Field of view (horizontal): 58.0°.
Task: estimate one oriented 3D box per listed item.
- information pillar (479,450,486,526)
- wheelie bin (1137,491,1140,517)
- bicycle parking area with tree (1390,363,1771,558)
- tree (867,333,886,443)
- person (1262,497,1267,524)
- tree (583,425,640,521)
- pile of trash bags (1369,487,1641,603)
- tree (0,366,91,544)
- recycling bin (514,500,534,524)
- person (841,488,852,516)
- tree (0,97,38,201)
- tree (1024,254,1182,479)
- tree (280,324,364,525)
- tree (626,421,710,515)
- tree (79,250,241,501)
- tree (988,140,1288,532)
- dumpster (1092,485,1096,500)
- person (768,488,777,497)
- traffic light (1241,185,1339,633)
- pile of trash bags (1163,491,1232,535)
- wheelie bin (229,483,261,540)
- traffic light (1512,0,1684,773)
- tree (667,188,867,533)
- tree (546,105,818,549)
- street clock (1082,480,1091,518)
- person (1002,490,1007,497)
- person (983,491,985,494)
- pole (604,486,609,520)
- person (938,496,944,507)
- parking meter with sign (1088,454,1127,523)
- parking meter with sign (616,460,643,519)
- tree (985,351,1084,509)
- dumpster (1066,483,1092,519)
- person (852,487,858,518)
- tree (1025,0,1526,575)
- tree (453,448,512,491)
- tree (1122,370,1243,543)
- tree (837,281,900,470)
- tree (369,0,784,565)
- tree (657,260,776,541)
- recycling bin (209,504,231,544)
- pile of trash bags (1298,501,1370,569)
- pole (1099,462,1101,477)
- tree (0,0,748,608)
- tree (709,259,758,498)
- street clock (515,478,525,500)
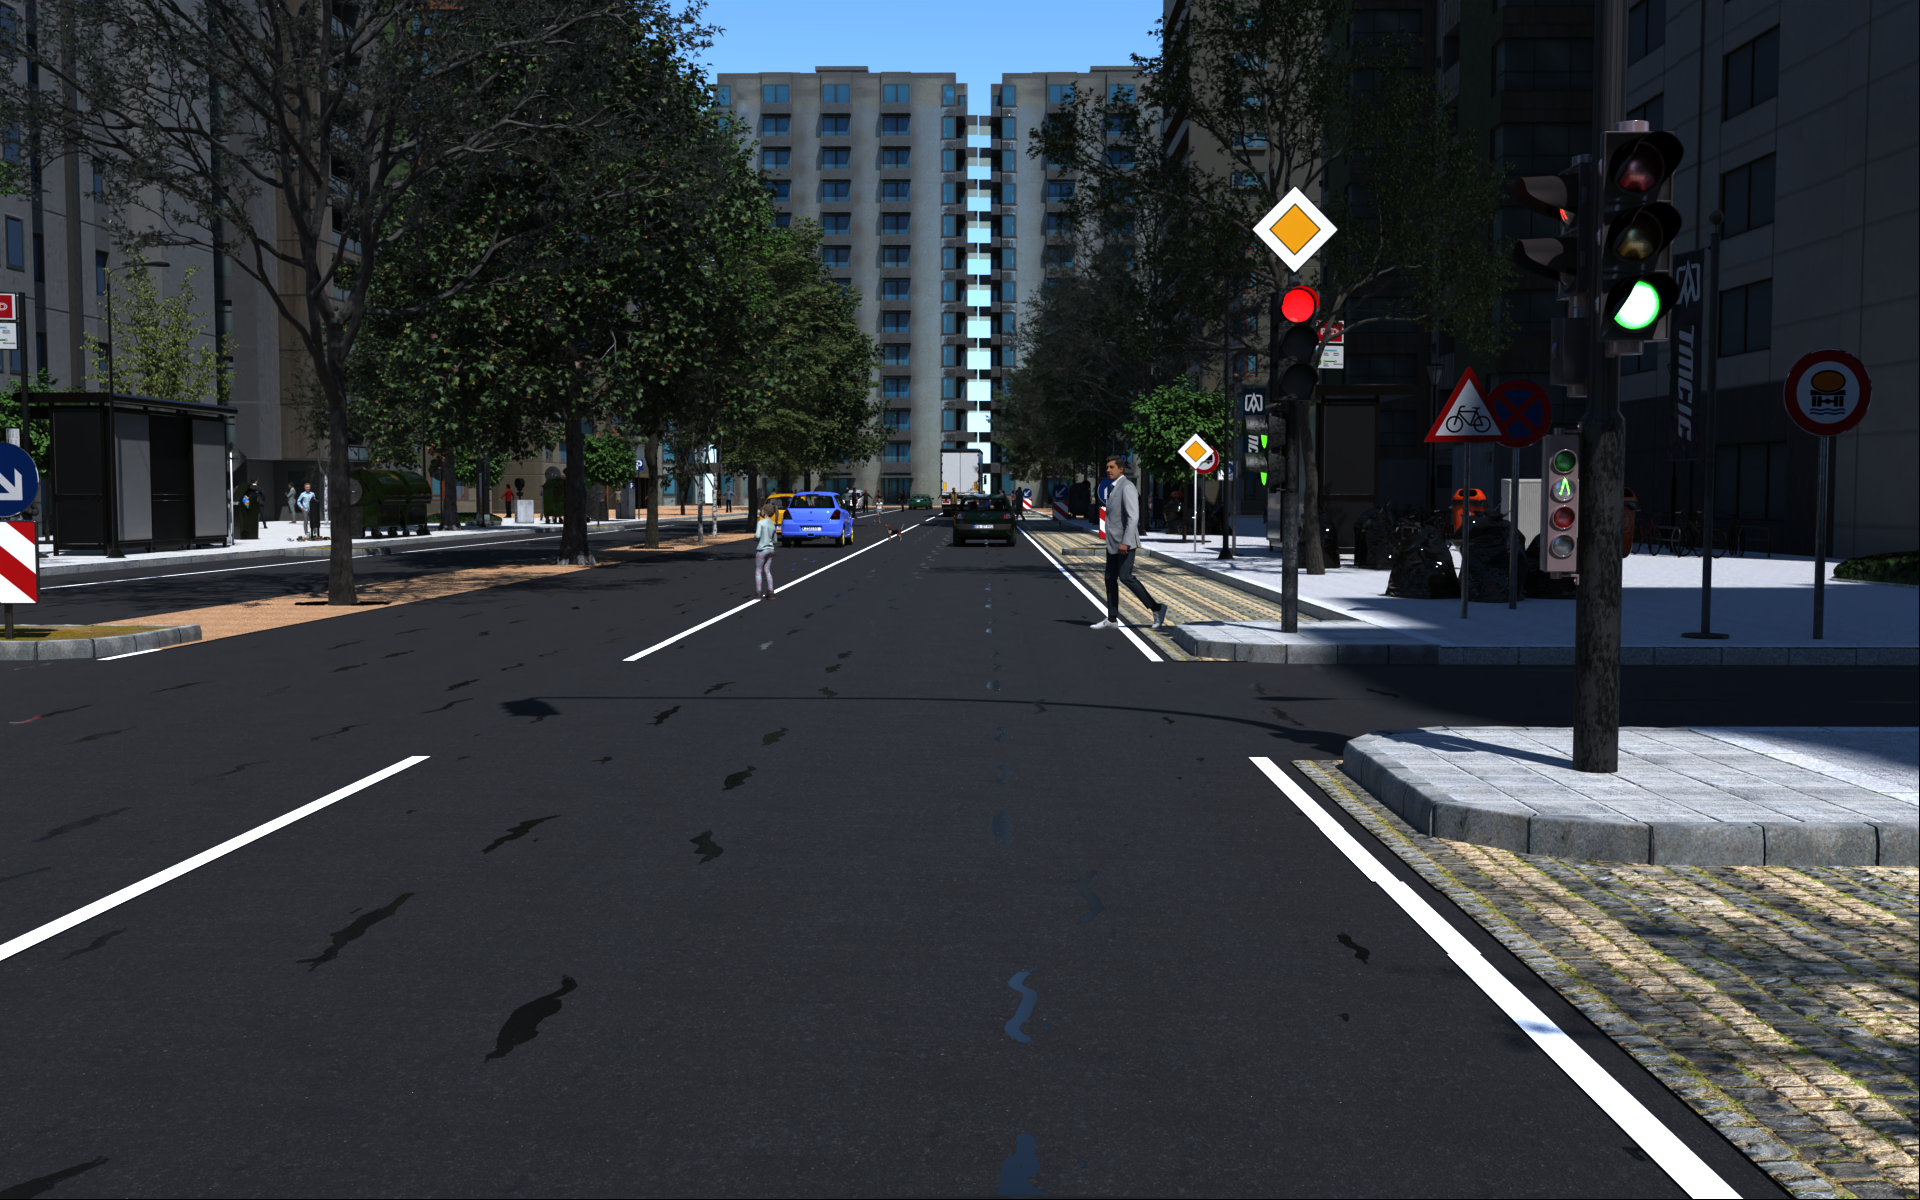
[{"bbox_3d":[-18.901,-4.714,68.426,0.183,3.616,0.504,-2,4,-26],"label":"information pillar"},{"bbox_3d":[8.687,-4.832,86.917,0.693,1.594,0.980,-1,4,-15],"label":"wheelie bin"},{"bbox_3d":[12.981,-3.111,37.873,8.231,4.147,9.016,1,4,17],"label":"bicycle parking area with tree"},{"bbox_3d":[-7.450,-9.960,83.427,7.486,12.596,7.792,0,3,0],"label":"tree"},{"bbox_3d":[13.381,-3.855,74.578,1.012,1.151,0.738,0,4,-5],"label":"person"},{"bbox_3d":[-16.750,-6.004,81.876,4.285,4.588,4.351,0,3,0],"label":"tree"},{"bbox_3d":[7.163,-0.734,21.746,3.447,1.369,1.912,-2,4,-27],"label":"pile of trash bags"},{"bbox_3d":[-23.596,-3.727,44.645,4.285,4.588,4.351,0,3,0],"label":"tree"},{"bbox_3d":[-19.050,-3.863,75.715,0.722,1.027,0.722,-2,4,-25],"label":"recycling bin"},{"bbox_3d":[-6.725,-5.793,103.291,1.350,1.814,0.705,2,4,28],"label":"person"},{"bbox_3d":[-18.265,-6.186,26.902,9.928,11.665,9.643,0,3,0],"label":"tree"},{"bbox_3d":[6.857,-10.011,81.801,7.486,12.596,7.792,0,3,0],"label":"tree"},{"bbox_3d":[-25.926,-7.383,71.068,4.360,8.622,3.978,0,3,0],"label":"tree"},{"bbox_3d":[-16.948,-10.388,104.262,8.767,10.594,7.601,2,4,25],"label":"tree"},{"bbox_3d":[-23.939,-6.208,51.863,4.737,8.622,4.395,0,3,0],"label":"tree"},{"bbox_3d":[6.498,-9.116,59.409,12.009,13.543,11.850,0,3,0],"label":"tree"},{"bbox_3d":[7.647,-5.333,89.694,1.502,2.255,1.985,0,4,1],"label":"dumpster"},{"bbox_3d":[-12.052,-6.351,112.425,1.348,1.812,0.705,2,4,26],"label":"person"},{"bbox_3d":[3.035,-1.653,15.945,0.839,4.253,0.868,0,4,1],"label":"traffic light"},{"bbox_3d":[7.410,-2.798,55.506,1.912,1.369,3.447,-1,4,-13],"label":"pile of trash bags"},{"bbox_3d":[-20.209,-2.513,48.988,0.980,1.594,0.693,3,5,43],"label":"wheelie bin"},{"bbox_3d":[0.834,-2.029,7.847,4.771,5.953,1.251,0,4,1],"label":"traffic light"},{"bbox_3d":[-7.664,-8.720,63.150,7.486,12.596,7.792,0,3,0],"label":"tree"},{"bbox_3d":[-7.935,-7.126,44.725,9.928,11.665,9.643,0,3,0],"label":"tree"},{"bbox_3d":[6.630,-5.304,91.285,0.471,2.002,0.358,-1,4,-12],"label":"street clock"},{"bbox_3d":[3.515,-8.189,143.184,0.721,1.735,1.217,3,5,45],"label":"person"},{"bbox_3d":[2.253,-9.028,156.633,0.721,1.766,1.217,-3,5,-40],"label":"person"},{"bbox_3d":[-17.489,-5.610,85.564,0.158,3.312,0.155,0,3,0],"label":"pole"},{"bbox_3d":[-1.547,-9.587,165.213,1.348,1.831,0.705,2,4,25],"label":"person"},{"bbox_3d":[6.479,-4.905,76.450,1.738,3.016,0.543,3,4,38],"label":"parking meter with sign"},{"bbox_3d":[-16.907,-5.627,88.266,1.738,3.016,0.543,3,5,40],"label":"parking meter with sign"},{"bbox_3d":[7.385,-15.058,152.848,9.857,13.997,8.962,0,3,0],"label":"tree"},{"bbox_3d":[6.056,-5.030,87.997,1.264,1.857,1.865,0,4,1],"label":"dumpster"},{"bbox_3d":[-6.180,-5.704,101.787,0.705,1.821,1.348,-1,4,-11],"label":"person"},{"bbox_3d":[5.515,-5.699,27.590,8.767,10.594,7.601,-2,4,-30],"label":"tree"},{"bbox_3d":[-24.101,-6.317,87.000,4.285,4.588,4.351,0,3,0],"label":"tree"},{"bbox_3d":[5.925,-3.817,46.128,4.285,4.588,4.351,0,3,0],"label":"tree"},{"bbox_3d":[-7.450,-9.430,73.647,9.611,12.733,9.660,0,3,0],"label":"tree"},{"bbox_3d":[-7.792,-7.056,34.838,9.611,12.733,9.660,0,3,0],"label":"tree"},{"bbox_3d":[-7.814,-6.069,52.046,4.360,8.622,3.978,0,3,0],"label":"tree"},{"bbox_3d":[-19.368,-1.975,44.841,0.722,1.027,0.722,3,5,45],"label":"recycling bin"},{"bbox_3d":[7.379,-1.240,30.034,3.447,1.369,1.912,2,4,26],"label":"pile of trash bags"},{"bbox_3d":[7.156,-5.764,88.081,0.158,3.312,0.155,0,3,0],"label":"pole"},{"bbox_3d":[-7.906,-6.659,21.702,12.009,13.543,11.850,0,3,0],"label":"tree"},{"bbox_3d":[-16.761,-17.078,135.110,12.611,20.169,13.585,0,3,0],"label":"tree"},{"bbox_3d":[-20.020,-4.539,78.787,0.471,2.002,0.358,3,5,39],"label":"street clock"}]
